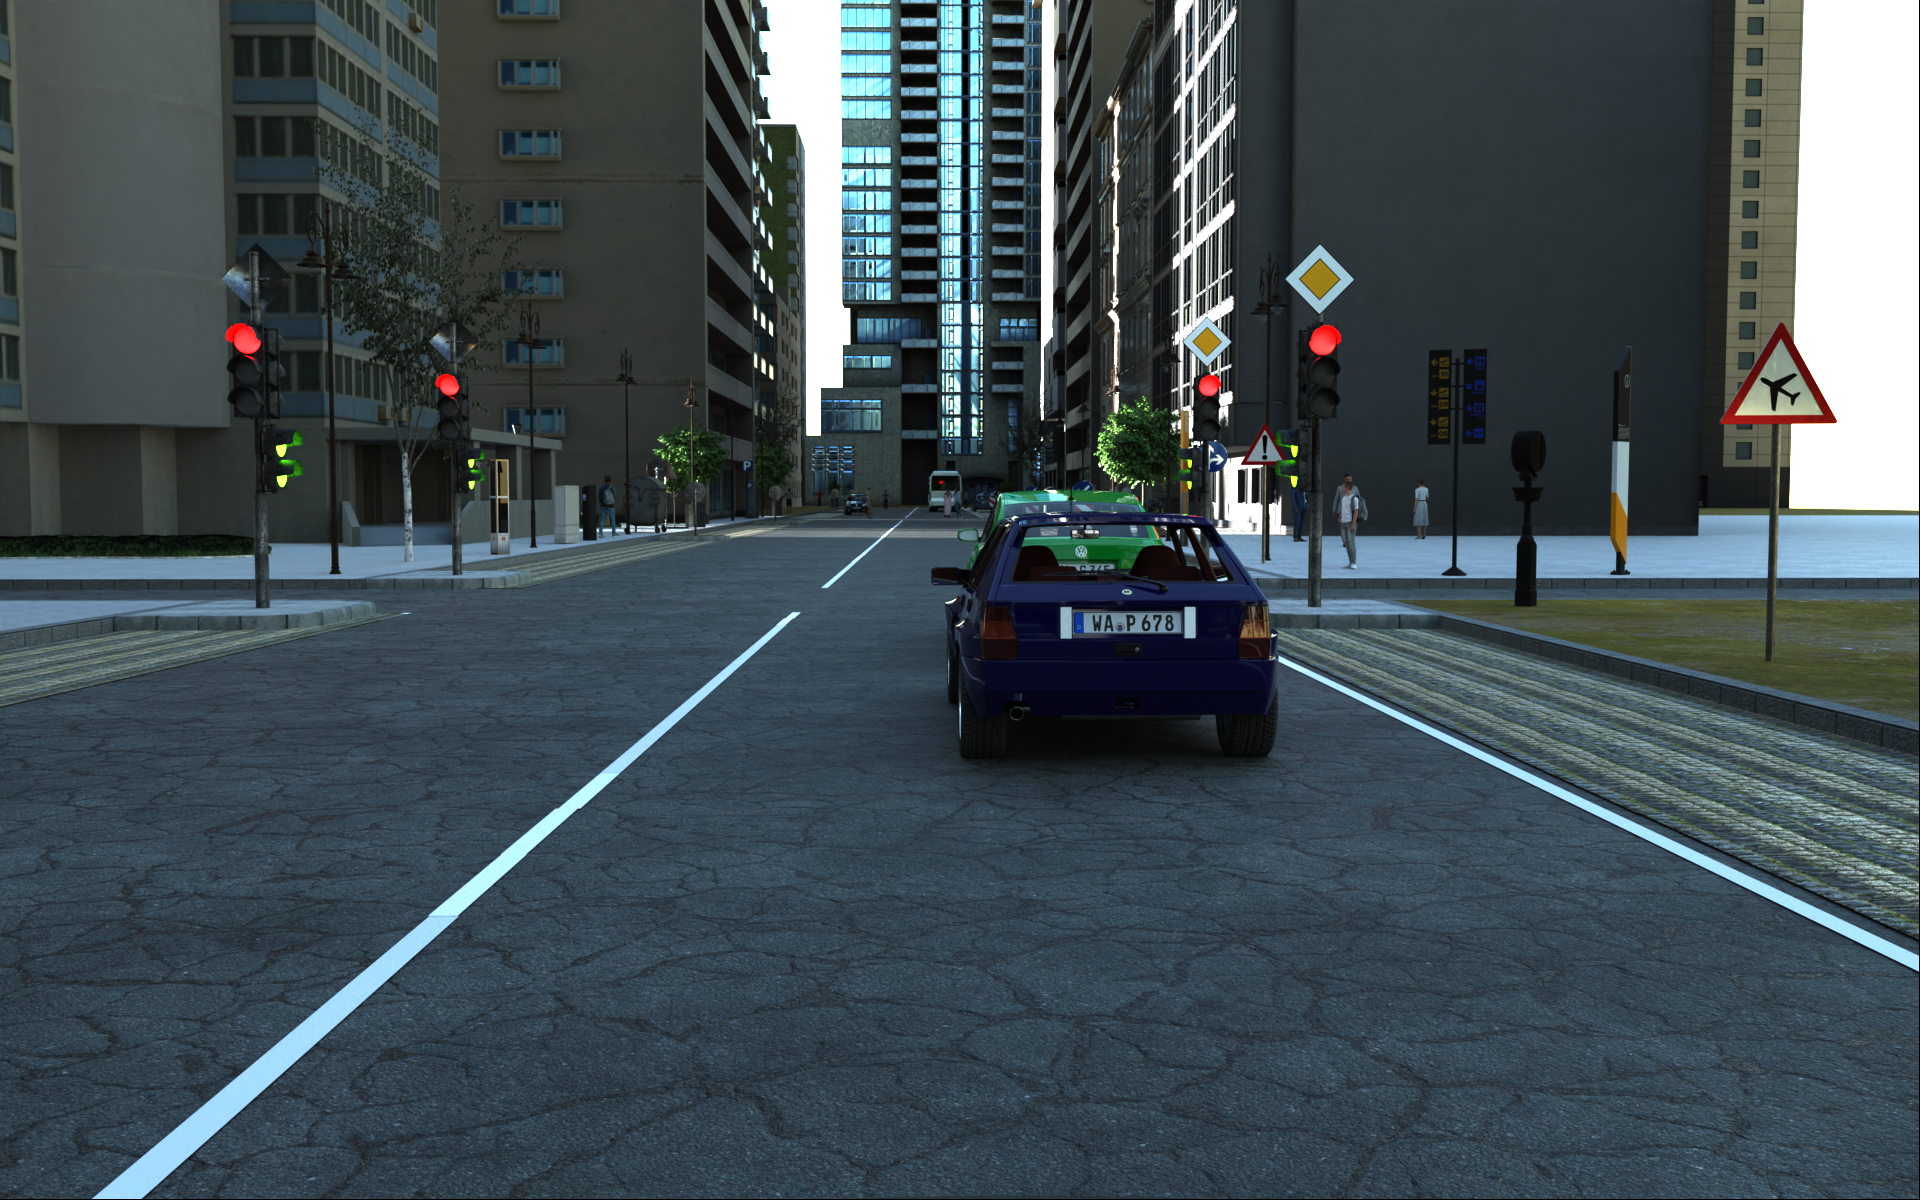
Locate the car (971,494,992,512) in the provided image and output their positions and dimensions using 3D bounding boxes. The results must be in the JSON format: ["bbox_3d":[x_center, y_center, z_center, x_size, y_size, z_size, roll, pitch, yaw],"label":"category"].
[{"bbox_3d":[1.938,-7.979,142.462,2.014,1.417,4.499,0,4,-1],"label":"car"}]

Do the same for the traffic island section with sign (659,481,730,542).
[{"bbox_3d":[-8.072,-2.706,52.868,1.989,1.847,2.006,0,4,-1],"label":"traffic island section with sign"}]

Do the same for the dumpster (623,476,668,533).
[{"bbox_3d":[-10.431,-3.157,57.375,1.264,1.857,1.865,0,4,-1],"label":"dumpster"}]

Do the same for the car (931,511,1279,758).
[{"bbox_3d":[0.802,0.112,10.751,1.945,1.354,3.894,0,4,-2],"label":"car"}]

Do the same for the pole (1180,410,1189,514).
[{"bbox_3d":[5.481,-2.963,42.289,0.158,3.312,0.155,0,3,0],"label":"pole"}]

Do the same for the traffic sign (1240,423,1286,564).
[{"bbox_3d":[5.596,-1.949,31.875,0.884,2.594,0.081,0,4,0],"label":"traffic sign"}]

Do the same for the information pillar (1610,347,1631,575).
[{"bbox_3d":[10.468,-2.207,27.434,0.183,3.616,0.504,3,5,42],"label":"information pillar"}]

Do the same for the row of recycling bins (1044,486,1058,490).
[{"bbox_3d":[5.095,-5.402,95.430,1.069,1.692,3.534,0,4,2],"label":"row of recycling bins"}]

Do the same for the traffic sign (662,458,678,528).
[{"bbox_3d":[-10.569,-3.805,62.218,0.884,2.594,0.081,0,4,8],"label":"traffic sign"}]

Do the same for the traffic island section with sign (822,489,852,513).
[{"bbox_3d":[-9.261,-7.379,129.274,1.989,1.847,2.006,0,4,-1],"label":"traffic island section with sign"}]

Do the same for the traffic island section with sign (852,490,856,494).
[{"bbox_3d":[-9.681,-9.060,156.755,1.989,1.847,2.006,0,4,-1],"label":"traffic island section with sign"}]

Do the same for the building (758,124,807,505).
[{"bbox_3d":[-24.613,-31.251,194.542,14.086,41.232,14.154,0,4,-1],"label":"building"}]

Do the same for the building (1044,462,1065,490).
[{"bbox_3d":[17.613,-42.687,136.183,20.563,71.187,20.611,0,4,-1],"label":"building"}]

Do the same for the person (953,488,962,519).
[{"bbox_3d":[-0.126,-5.529,99.163,0.793,1.790,0.793,3,4,37],"label":"person"}]

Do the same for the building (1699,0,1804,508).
[{"bbox_3d":[65.157,-44.479,165.477,20.611,71.187,20.563,0,4,-1],"label":"building"}]

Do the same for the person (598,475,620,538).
[{"bbox_3d":[-10.290,-2.715,50.423,0.794,1.824,0.713,2,4,33],"label":"person"}]

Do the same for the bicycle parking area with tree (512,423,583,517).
[{"bbox_3d":[-20.456,-5.167,71.485,8.231,4.147,9.016,3,4,38],"label":"bicycle parking area with tree"}]

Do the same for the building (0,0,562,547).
[{"bbox_3d":[-28.882,-21.852,49.161,32.217,40.220,23.993,0,4,-1],"label":"building"}]

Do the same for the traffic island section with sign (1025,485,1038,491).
[{"bbox_3d":[3.141,-4.323,79.308,1.989,1.847,2.006,0,4,-1],"label":"traffic island section with sign"}]

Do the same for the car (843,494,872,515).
[{"bbox_3d":[-7.030,-6.732,119.859,2.009,1.686,4.222,0,4,1],"label":"car"}]

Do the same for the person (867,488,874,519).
[{"bbox_3d":[-5.205,-5.605,100.485,0.374,1.781,0.599,-1,4,-9],"label":"person"}]

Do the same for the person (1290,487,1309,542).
[{"bbox_3d":[9.161,-2.480,46.777,0.419,1.800,0.721,3,5,44],"label":"person"}]

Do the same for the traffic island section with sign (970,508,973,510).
[{"bbox_3d":[1.925,-9.104,157.480,1.989,1.847,2.006,0,4,-1],"label":"traffic island section with sign"}]

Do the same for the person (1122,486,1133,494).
[{"bbox_3d":[7.234,-4.173,74.367,0.635,1.810,0.391,3,4,37],"label":"person"}]

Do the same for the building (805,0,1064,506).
[{"bbox_3d":[-1.635,-54.174,198.416,31.000,86.520,22.319,0,4,-1],"label":"building"}]

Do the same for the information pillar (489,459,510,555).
[{"bbox_3d":[-9.756,-1.969,36.692,0.304,2.012,0.304,-3,5,-44],"label":"information pillar"}]

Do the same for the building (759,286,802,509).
[{"bbox_3d":[-30.380,-19.394,162.124,28.899,21.520,27.650,0,4,-1],"label":"building"}]

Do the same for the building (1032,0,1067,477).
[{"bbox_3d":[21.737,-34.959,160.820,28.713,52.752,27.495,0,4,-1],"label":"building"}]

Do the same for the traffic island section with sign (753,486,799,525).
[{"bbox_3d":[-8.495,-4.371,80.090,1.989,1.847,2.006,0,4,-1],"label":"traffic island section with sign"}]

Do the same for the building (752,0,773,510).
[{"bbox_3d":[-26.158,-31.319,131.666,23.786,49.044,30.456,0,4,-1],"label":"building"}]

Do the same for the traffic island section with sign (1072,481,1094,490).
[{"bbox_3d":[3.548,-2.671,52.297,1.989,1.847,2.006,0,4,-1],"label":"traffic island section with sign"}]

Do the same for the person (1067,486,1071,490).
[{"bbox_3d":[5.772,-5.229,92.377,0.563,1.720,0.643,-1,4,-22],"label":"person"}]

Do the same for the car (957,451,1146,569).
[{"bbox_3d":[0.958,-0.454,16.227,1.959,1.807,4.718,0,4,-1],"label":"car"}]

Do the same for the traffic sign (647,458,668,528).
[{"bbox_3d":[-10.683,-3.731,61.100,0.768,2.556,0.104,0,4,6],"label":"traffic sign"}]

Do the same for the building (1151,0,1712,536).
[{"bbox_3d":[15.464,-16.549,64.087,14.314,27.812,24.014,0,4,-1],"label":"building"}]

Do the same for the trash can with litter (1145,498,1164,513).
[{"bbox_3d":[5.916,-2.466,51.704,0.624,1.170,1.055,-1,4,-16],"label":"trash can with litter"}]

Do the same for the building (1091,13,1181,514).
[{"bbox_3d":[14.100,-17.911,90.104,12.463,27.353,25.104,0,4,-1],"label":"building"}]

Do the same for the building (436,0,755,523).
[{"bbox_3d":[-22.021,-28.245,85.516,21.300,48.544,21.600,0,4,-1],"label":"building"}]

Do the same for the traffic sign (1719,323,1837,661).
[{"bbox_3d":[6.230,-0.810,13.248,0.884,2.594,0.081,0,4,1],"label":"traffic sign"}]

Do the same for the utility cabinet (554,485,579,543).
[{"bbox_3d":[-10.202,-2.215,44.891,0.318,1.500,1.173,0,4,5],"label":"utility cabinet"}]

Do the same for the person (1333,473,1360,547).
[{"bbox_3d":[9.373,-2.176,41.887,0.678,1.792,0.850,0,4,3],"label":"person"}]

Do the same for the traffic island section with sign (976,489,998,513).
[{"bbox_3d":[2.358,-7.414,129.844,1.989,1.847,2.006,0,4,-1],"label":"traffic island section with sign"}]

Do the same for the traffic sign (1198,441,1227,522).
[{"bbox_3d":[6.021,-2.536,41.573,0.768,2.556,0.104,0,4,5],"label":"traffic sign"}]

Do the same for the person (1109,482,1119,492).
[{"bbox_3d":[6.571,-4.082,72.979,0.583,1.804,0.606,-3,5,-40],"label":"person"}]

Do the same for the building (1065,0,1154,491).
[{"bbox_3d":[18.497,-30.070,115.343,21.300,48.544,21.600,0,4,-1],"label":"building"}]

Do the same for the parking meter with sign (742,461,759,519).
[{"bbox_3d":[-10.964,-5.795,91.015,0.543,3.016,1.738,0,4,7],"label":"parking meter with sign"}]
